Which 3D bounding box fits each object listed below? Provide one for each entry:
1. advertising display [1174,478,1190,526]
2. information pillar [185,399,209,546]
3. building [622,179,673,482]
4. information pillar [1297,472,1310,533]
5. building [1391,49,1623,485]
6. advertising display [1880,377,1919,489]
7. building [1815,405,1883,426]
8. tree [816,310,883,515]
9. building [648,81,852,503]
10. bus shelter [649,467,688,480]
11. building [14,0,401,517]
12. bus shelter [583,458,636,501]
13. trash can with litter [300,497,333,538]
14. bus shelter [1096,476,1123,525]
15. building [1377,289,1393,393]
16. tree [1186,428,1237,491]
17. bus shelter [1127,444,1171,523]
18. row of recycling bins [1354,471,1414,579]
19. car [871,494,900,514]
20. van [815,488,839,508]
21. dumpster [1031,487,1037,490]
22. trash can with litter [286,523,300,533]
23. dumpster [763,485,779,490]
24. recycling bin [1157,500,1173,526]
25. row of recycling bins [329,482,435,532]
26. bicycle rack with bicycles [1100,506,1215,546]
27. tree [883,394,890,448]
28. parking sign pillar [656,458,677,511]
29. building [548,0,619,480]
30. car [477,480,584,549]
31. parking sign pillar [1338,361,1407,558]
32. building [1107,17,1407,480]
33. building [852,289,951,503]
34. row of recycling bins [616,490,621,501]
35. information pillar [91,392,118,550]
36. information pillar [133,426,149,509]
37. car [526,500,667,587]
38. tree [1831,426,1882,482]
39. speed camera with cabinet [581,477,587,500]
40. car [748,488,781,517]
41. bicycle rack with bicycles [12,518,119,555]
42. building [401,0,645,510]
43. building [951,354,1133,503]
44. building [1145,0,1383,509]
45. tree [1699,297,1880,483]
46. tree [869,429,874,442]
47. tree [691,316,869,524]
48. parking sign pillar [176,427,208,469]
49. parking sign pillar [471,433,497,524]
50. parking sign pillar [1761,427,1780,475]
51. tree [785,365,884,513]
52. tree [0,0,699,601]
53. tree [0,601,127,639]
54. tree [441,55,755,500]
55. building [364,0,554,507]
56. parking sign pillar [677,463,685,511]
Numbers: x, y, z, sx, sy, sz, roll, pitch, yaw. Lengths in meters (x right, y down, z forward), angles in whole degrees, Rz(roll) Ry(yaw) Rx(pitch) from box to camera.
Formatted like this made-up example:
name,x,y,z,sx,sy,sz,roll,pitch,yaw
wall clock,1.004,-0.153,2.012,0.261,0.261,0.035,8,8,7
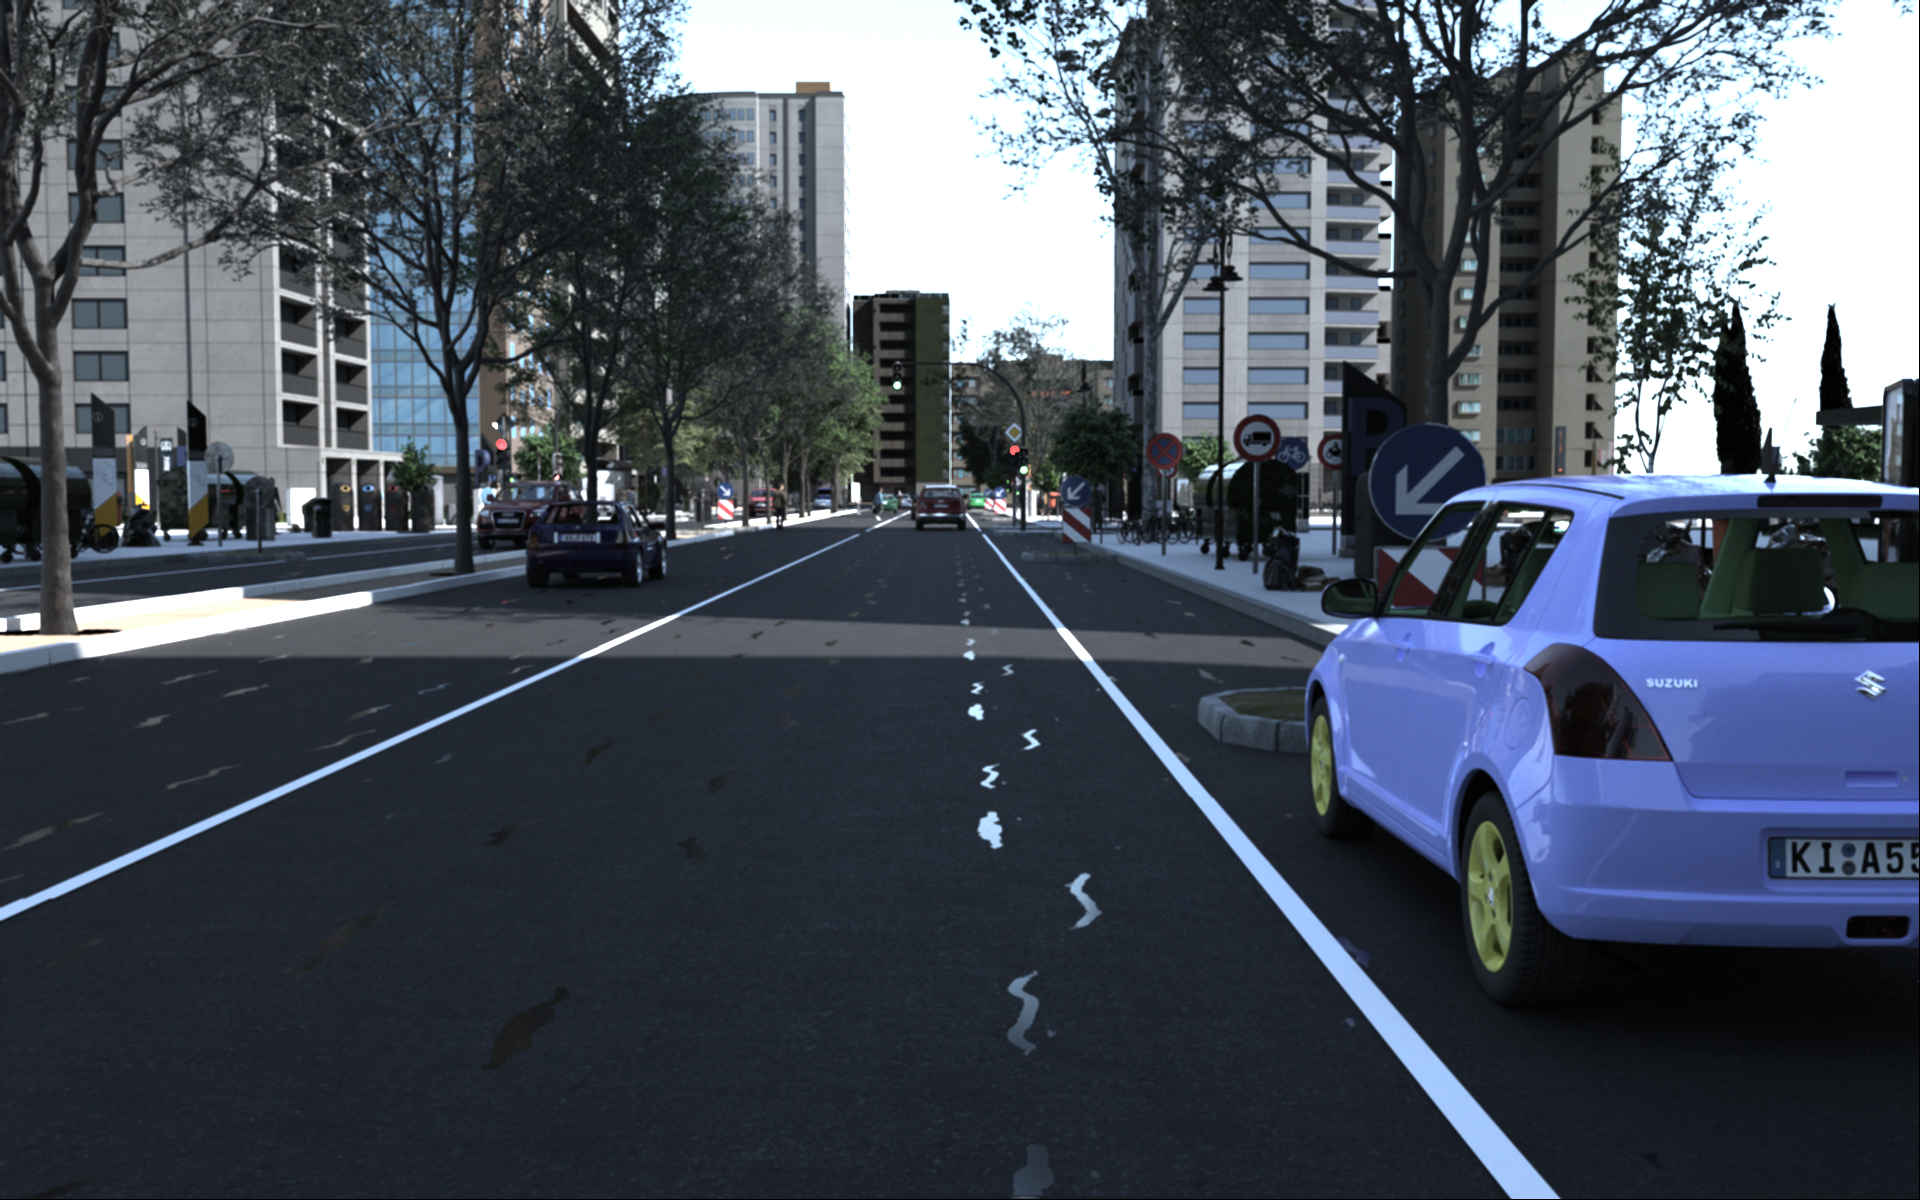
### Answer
name,x,y,z,sx,sy,sz,roll,pitch,yaw
advertising display,8.913,-3.937,69.580,0.123,1.923,0.974,3,5,39
information pillar,-18.993,-3.165,43.104,0.183,3.616,0.504,3,5,40
building,-40.485,-31.441,197.660,14.086,41.232,14.154,0,4,0
information pillar,11.428,-3.250,57.635,0.304,2.012,0.304,-2,4,-24
building,61.633,-34.880,193.996,21.600,48.544,21.300,0,4,0
advertising display,5.425,-0.293,10.002,0.123,1.923,0.974,1,4,22
building,28.544,-22.373,20.426,22.147,44.769,28.867,0,4,0
tree,-9.216,-9.972,91.252,9.928,11.665,9.643,0,3,0
building,-29.963,-43.328,250.412,28.212,58.520,21.231,0,4,0
bus shelter,-21.522,-8.207,128.110,2.014,3.302,5.546,0,4,0
building,-43.520,-40.370,98.298,20.563,71.187,20.611,0,4,0
bus shelter,-20.432,-6.562,101.218,2.014,3.302,5.546,0,4,0
trash can with litter,-18.896,-2.427,51.068,0.624,1.170,1.055,-3,4,-37
bus shelter,6.082,-4.973,75.239,2.014,3.302,5.546,0,4,0
building,62.936,-29.070,247.002,14.107,30.474,14.160,0,4,0
tree,12.258,-6.297,86.669,4.285,4.588,4.351,0,3,0
bus shelter,8.404,-5.343,78.644,1.731,3.624,6.357,0,4,0
row of recycling bins,6.880,-1.264,27.778,1.069,1.692,3.534,1,4,19
car,-5.527,-7.129,128.352,2.131,1.459,4.920,0,4,-1
van,-13.467,-10.479,175.718,2.240,2.365,5.245,0,4,1
dumpster,5.340,-7.666,131.097,1.264,1.857,1.865,0,4,0
trash can with litter,-21.856,-2.835,57.747,1.055,1.170,0.624,-3,5,-43
dumpster,-16.106,-8.856,149.744,1.985,2.255,1.502,0,4,-2
recycling bin,8.274,-3.543,70.486,0.722,1.027,0.722,1,4,13
row of recycling bins,-20.024,-3.235,60.011,3.534,1.692,1.069,-1,4,-11
bicycle rack with bicycles,4.878,-1.905,44.525,2.852,0.926,2.925,-2,4,-26
tree,-9.210,-10.609,101.674,9.928,11.665,9.643,0,3,0
parking sign pillar,-20.832,-8.093,120.785,1.447,3.967,1.447,-1,4,-22
building,-43.046,-32.377,153.067,21.300,48.544,21.600,0,4,0
car,-11.562,-2.355,47.172,2.281,1.827,5.304,0,4,2
parking sign pillar,8.403,-2.846,35.007,1.447,3.967,1.447,0,4,-3
building,31.502,-36.790,190.760,28.713,52.752,27.495,0,4,0
building,-8.289,-29.122,247.846,14.107,30.474,14.160,0,4,0
row of recycling bins,-22.030,-6.276,109.718,1.069,1.692,3.534,-1,4,-9
information pillar,-19.759,-2.974,39.977,0.504,3.616,0.183,-1,4,-14
information pillar,-28.040,-4.159,59.353,0.183,3.616,0.504,2,4,30
car,-5.830,-0.949,28.095,1.945,1.354,3.894,0,4,-1
tree,36.815,-5.328,70.833,4.285,4.588,4.351,0,3,0
speed camera with cabinet,-20.688,-6.199,95.681,0.660,3.252,2.038,-1,4,-17
car,-12.426,-6.210,110.203,2.281,1.827,5.304,0,4,-2
bicycle rack with bicycles,-19.781,-1.479,37.570,2.925,0.926,2.852,-1,4,-9
building,-42.790,-44.968,173.479,20.563,71.187,20.611,0,4,0
building,13.175,-25.065,254.854,28.899,21.520,27.650,0,4,0
building,27.931,-37.966,162.750,21.231,58.520,28.212,0,4,0
tree,57.589,-13.424,121.308,13.155,14.587,18.604,0,4,-2
tree,-9.610,-10.623,110.552,8.767,10.594,7.601,0,4,0
tree,-9.055,-8.902,82.420,8.767,10.594,7.601,0,4,0
parking sign pillar,-30.939,-4.986,69.985,1.447,3.967,1.447,0,4,-3
parking sign pillar,-20.686,-5.330,75.612,1.447,3.967,1.447,-3,5,-39
parking sign pillar,32.844,-5.002,70.248,1.447,3.967,1.447,1,4,14
tree,-9.602,-12.761,129.229,7.486,12.596,7.792,0,3,0
tree,-8.621,-7.148,29.694,12.009,13.543,11.850,0,3,0
tree,-9.130,-6.374,17.047,12.009,13.543,11.850,0,3,0
tree,-8.684,-6.886,40.799,9.928,11.665,9.643,0,3,0
building,-37.904,-29.013,124.479,14.600,45.320,14.200,0,4,0
parking sign pillar,-21.956,-8.934,134.549,1.447,3.967,1.447,2,4,34
